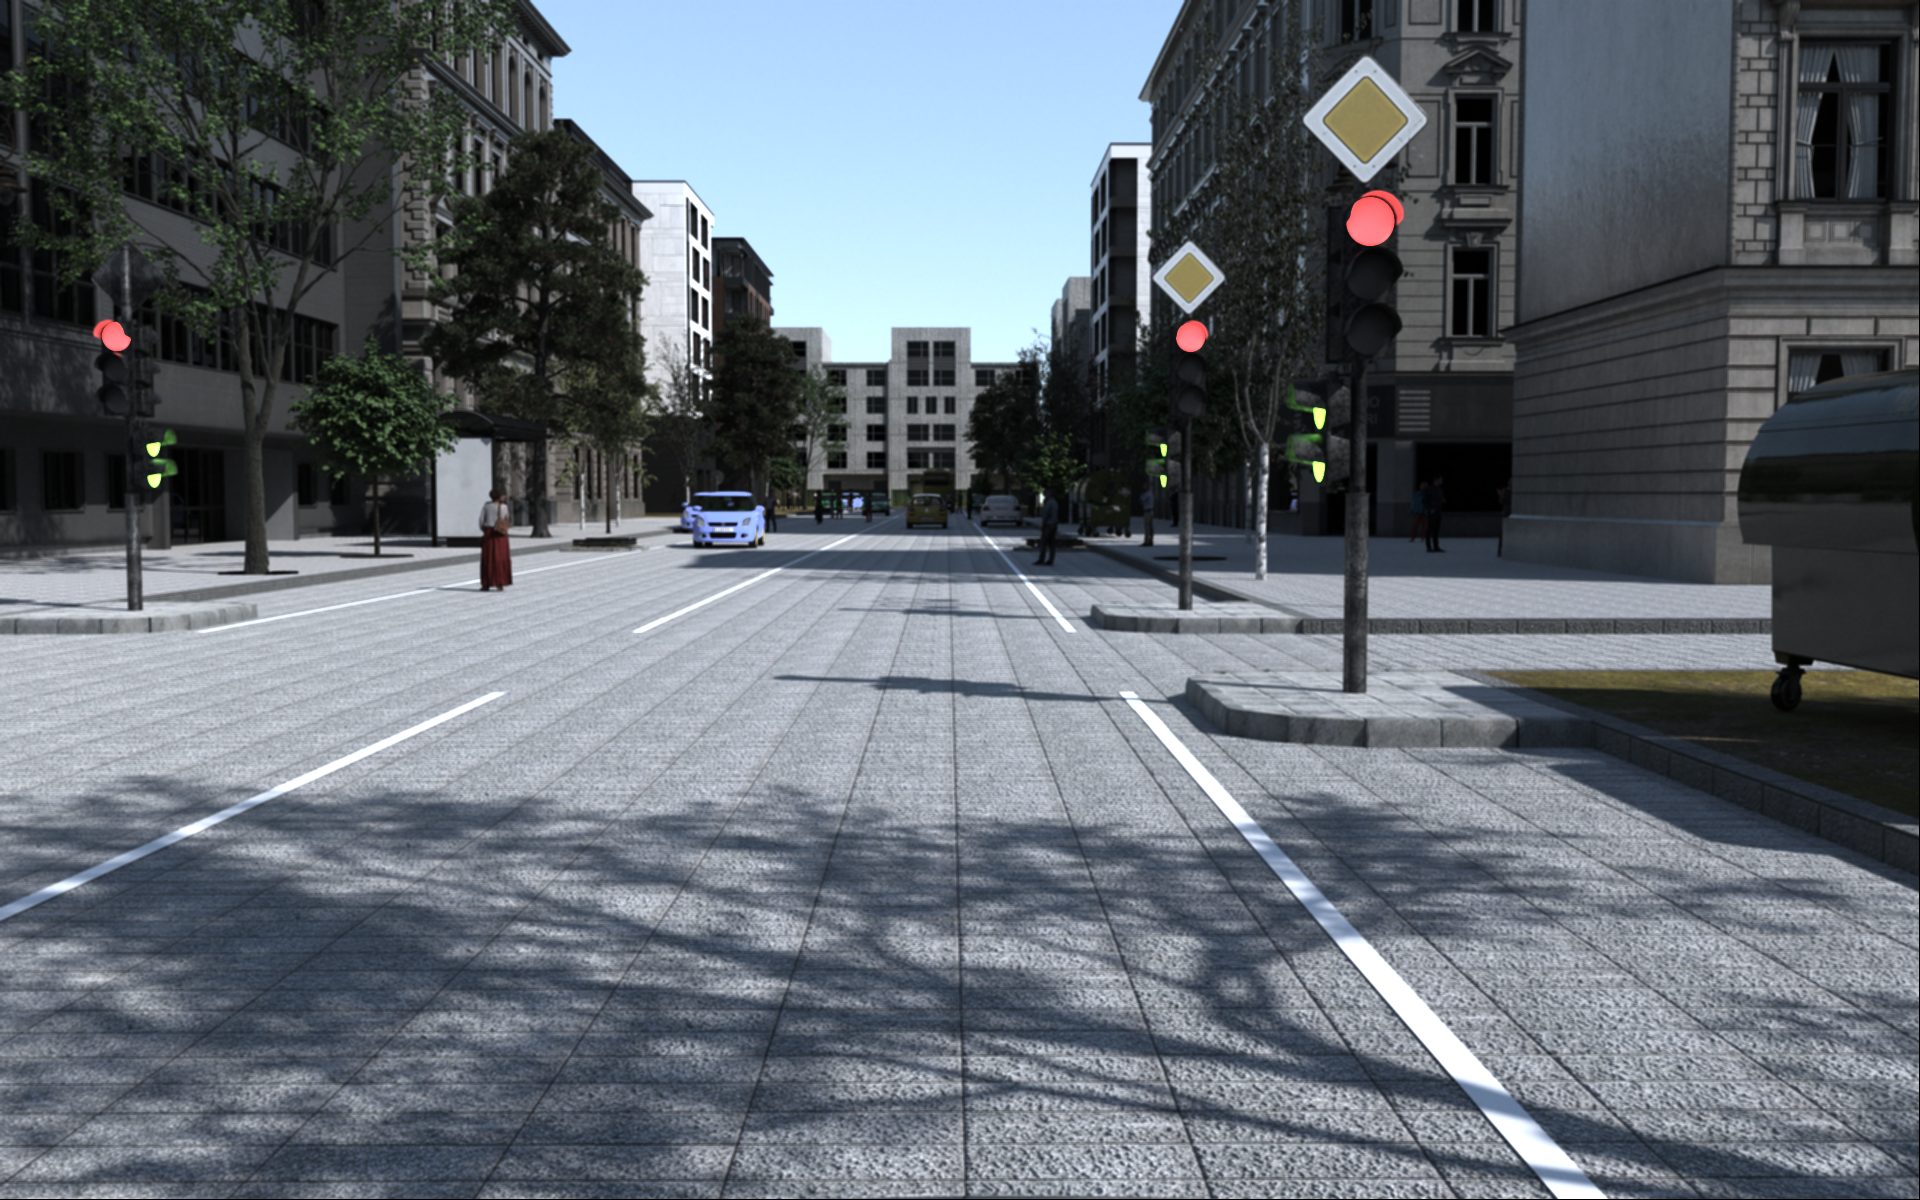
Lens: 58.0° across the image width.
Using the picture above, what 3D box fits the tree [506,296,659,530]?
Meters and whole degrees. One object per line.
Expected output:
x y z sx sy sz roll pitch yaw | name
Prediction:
-13.846 -6.837 62.155 4.737 8.622 4.395 0 3 0 | tree

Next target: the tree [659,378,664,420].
-13.301 -7.137 67.055 4.737 8.622 4.395 0 3 0 | tree

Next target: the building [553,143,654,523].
-21.689 -13.421 84.056 10.561 19.102 19.286 0 4 0 | building

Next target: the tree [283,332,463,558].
-11.995 -3.157 35.336 4.285 4.588 4.351 0 3 0 | tree

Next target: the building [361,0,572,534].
-21.925 -14.383 64.048 11.050 23.489 19.941 0 4 0 | building

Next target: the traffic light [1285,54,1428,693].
2.537 -1.337 11.104 0.839 4.213 0.868 0 4 0 | traffic light

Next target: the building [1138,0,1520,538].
18.205 -18.036 71.300 17.030 29.872 44.131 0 4 0 | building

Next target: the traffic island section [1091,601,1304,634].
2.520 0.188 19.202 2.009 0.180 2.903 0 4 0 | traffic island section

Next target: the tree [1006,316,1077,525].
4.663 -7.370 70.862 4.360 8.622 3.978 0 3 0 | tree

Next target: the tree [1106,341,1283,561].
4.607 -3.072 33.937 4.285 4.588 4.351 0 3 0 | tree

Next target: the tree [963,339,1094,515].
4.192 -10.455 105.353 8.767 10.594 7.601 1 4 10 | tree

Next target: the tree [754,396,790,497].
-12.648 -9.861 111.583 4.360 8.622 3.978 0 3 0 | tree

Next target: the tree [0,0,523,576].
-11.145 -6.223 27.497 9.928 11.665 9.643 0 3 0 | tree

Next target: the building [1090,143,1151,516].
22.561 -16.727 117.453 27.936 21.610 32.646 0 4 0 | building

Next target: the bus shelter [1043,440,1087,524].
4.639 -5.250 77.128 1.731 3.624 6.357 0 4 0 | bus shelter

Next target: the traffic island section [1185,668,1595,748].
2.577 0.677 11.217 2.009 0.180 2.903 0 4 0 | traffic island section

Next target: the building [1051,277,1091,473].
17.152 -17.312 149.505 16.747 18.905 31.486 0 4 0 | building

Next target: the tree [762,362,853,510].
-12.422 -12.968 137.781 9.928 11.665 9.643 0 3 0 | tree

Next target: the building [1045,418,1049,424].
23.118 -15.023 187.766 28.070 9.664 9.099 0 4 0 | building

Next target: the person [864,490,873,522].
-4.653 -4.748 87.834 0.444 1.614 0.593 0 4 -4 | person

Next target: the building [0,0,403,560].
-24.035 -13.437 38.756 14.314 24.678 30.058 0 4 0 | building

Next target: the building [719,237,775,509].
-33.583 -18.832 151.871 32.646 21.610 27.936 0 4 0 | building

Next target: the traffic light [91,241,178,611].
-9.081 -1.819 18.990 0.839 4.213 0.868 0 4 0 | traffic light

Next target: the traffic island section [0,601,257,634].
-9.121 0.193 19.124 2.009 0.180 2.903 0 4 0 | traffic island section

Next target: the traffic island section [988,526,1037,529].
2.140 -2.954 71.171 1.991 0.108 1.994 0 4 0 | traffic island section

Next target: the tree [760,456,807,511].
-13.223 -8.882 128.939 4.285 4.588 4.351 0 3 0 | tree

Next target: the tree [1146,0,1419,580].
4.632 -4.618 25.869 4.360 8.622 3.978 0 3 0 | tree

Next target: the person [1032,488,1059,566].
1.749 -1.459 34.569 0.499 1.552 0.429 -2 4 -33 | person

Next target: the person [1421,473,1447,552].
10.512 -1.922 38.176 0.504 1.737 0.576 3 5 43 | person

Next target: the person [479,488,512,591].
-6.860 -0.890 25.517 0.523 1.526 0.387 1 4 9 | person

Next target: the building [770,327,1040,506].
-7.337 -19.901 191.838 31.486 18.905 16.747 0 4 0 | building

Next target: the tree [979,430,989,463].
3.621 -11.146 132.602 4.360 8.622 3.978 0 3 0 | tree

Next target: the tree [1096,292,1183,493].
6.760 -6.795 61.455 4.737 8.622 4.395 0 3 0 | tree

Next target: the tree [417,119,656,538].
-12.303 -7.856 50.506 6.751 12.117 7.091 0 3 0 | tree

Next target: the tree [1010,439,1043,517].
4.368 -7.001 98.175 4.285 4.588 4.351 0 3 0 | tree

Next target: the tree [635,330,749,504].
-12.294 -7.727 76.692 4.360 8.622 3.978 0 3 0 | tree

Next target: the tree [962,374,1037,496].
3.921 -14.937 162.339 7.486 12.596 7.792 0 3 0 | tree

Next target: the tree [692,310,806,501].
-12.276 -10.980 101.571 6.751 12.117 7.091 0 3 0 | tree

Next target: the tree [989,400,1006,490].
4.454 -8.329 86.535 4.360 8.622 3.978 0 3 0 | tree

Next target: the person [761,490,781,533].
-7.091 -3.310 64.573 0.963 1.587 0.435 1 4 10 | person

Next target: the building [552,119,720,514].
-31.794 -16.323 110.864 27.936 21.610 32.646 0 4 0 | building

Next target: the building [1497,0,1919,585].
19.672 -10.027 28.576 19.286 19.102 10.561 0 4 0 | building

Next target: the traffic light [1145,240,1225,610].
2.480 -1.825 19.089 0.839 4.213 0.868 0 4 0 | traffic light

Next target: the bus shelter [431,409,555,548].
-11.910 -3.059 43.933 2.014 3.302 5.546 0 4 0 | bus shelter
